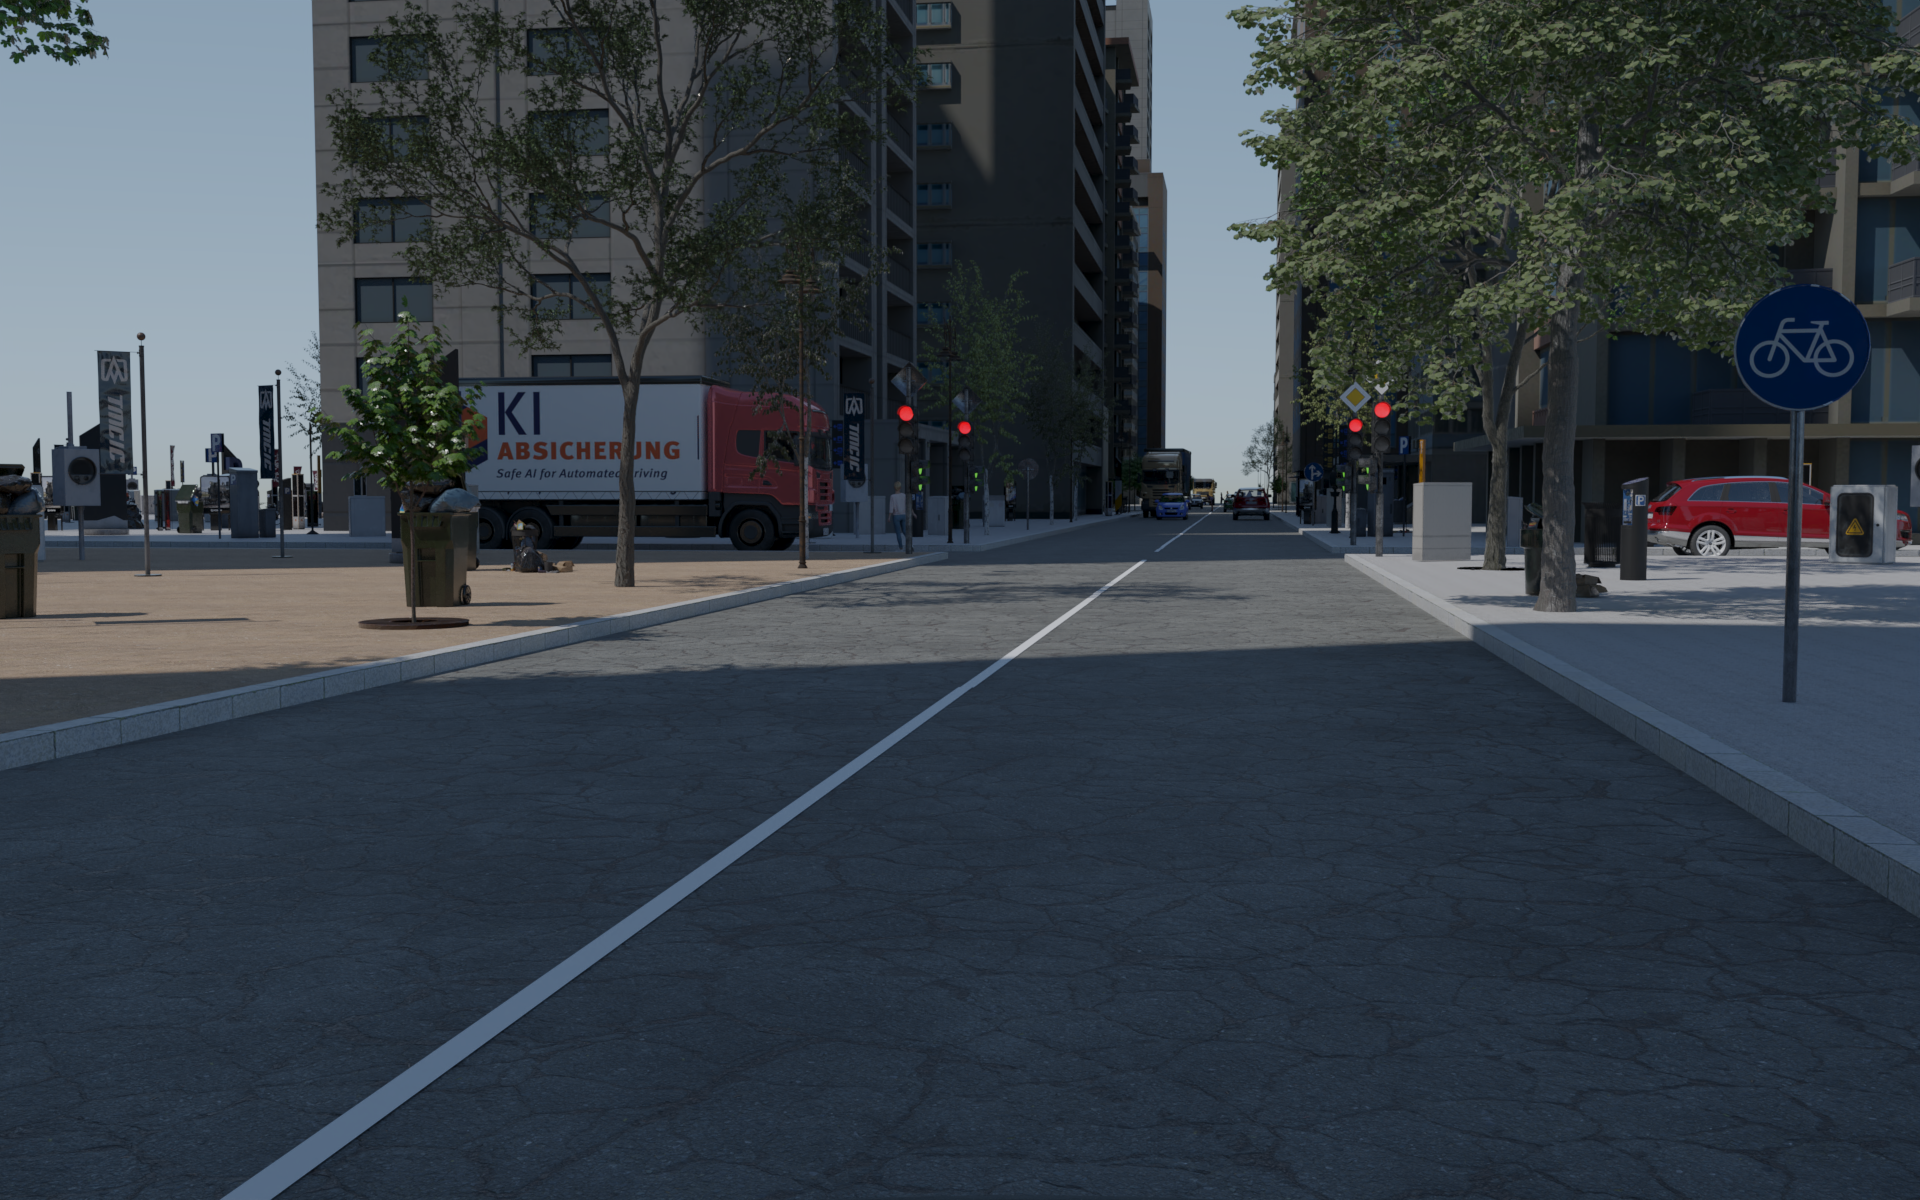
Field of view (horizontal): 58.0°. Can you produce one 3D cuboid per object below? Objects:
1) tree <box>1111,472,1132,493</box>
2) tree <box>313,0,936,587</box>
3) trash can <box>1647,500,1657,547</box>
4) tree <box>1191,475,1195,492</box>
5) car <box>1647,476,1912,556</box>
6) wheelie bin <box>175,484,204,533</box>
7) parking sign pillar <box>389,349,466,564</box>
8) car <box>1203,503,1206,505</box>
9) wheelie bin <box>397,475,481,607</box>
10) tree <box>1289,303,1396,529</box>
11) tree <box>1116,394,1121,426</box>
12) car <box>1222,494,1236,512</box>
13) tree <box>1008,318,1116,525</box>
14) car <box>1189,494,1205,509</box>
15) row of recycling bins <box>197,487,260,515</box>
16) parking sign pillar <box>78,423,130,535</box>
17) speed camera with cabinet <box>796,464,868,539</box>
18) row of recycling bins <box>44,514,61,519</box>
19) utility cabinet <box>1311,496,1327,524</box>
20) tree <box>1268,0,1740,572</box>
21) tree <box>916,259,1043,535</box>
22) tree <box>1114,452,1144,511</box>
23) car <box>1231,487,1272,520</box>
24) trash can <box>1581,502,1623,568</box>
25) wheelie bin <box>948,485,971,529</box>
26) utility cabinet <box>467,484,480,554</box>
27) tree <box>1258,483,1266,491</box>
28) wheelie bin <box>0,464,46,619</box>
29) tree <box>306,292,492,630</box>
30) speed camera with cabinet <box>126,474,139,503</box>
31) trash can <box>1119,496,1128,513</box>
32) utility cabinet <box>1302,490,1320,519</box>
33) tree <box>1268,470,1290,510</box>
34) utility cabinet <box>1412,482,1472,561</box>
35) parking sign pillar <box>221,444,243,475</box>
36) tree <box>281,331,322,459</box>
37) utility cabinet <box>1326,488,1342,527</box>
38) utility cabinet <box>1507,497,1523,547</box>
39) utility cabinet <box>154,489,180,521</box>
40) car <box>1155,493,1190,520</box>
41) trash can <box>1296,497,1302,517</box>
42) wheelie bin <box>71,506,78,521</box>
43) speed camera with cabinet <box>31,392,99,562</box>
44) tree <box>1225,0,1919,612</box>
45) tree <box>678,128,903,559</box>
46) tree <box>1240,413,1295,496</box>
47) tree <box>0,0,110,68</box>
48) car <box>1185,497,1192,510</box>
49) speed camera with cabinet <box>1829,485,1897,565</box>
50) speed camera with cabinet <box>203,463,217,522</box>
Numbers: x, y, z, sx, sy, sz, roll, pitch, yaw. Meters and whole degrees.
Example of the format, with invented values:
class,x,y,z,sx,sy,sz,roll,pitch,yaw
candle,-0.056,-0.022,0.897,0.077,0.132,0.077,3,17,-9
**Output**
class,x,y,z,sx,sy,sz,roll,pitch,yaw
tree,11.969,-8.178,128.308,1.663,3.219,1.824,0,3,0
tree,-4.637,-5.436,23.285,8.767,10.594,7.601,0,4,-4
trash can,16.596,-1.856,41.997,0.748,1.137,0.748,0,3,0
tree,36.146,-17.867,275.837,4.285,4.588,4.351,0,3,0
car,17.481,-1.742,37.156,5.304,1.827,2.281,1,4,11
wheelie bin,-25.151,-2.975,56.547,0.980,1.594,0.693,1,4,18
parking sign pillar,-9.967,-2.689,32.431,1.447,3.967,1.447,0,4,4
car,31.870,-13.478,229.951,1.945,1.707,3.694,0,4,8
wheelie bin,-5.982,-0.728,19.817,0.980,1.594,0.693,0,4,4
tree,14.284,-6.941,63.843,4.737,8.622,4.395,0,3,0
tree,5.647,-8.143,83.498,4.360,8.622,3.978,0,3,0
car,21.762,-7.657,136.993,2.131,1.459,4.920,1,4,9
tree,3.883,-7.430,71.838,4.360,8.622,3.978,0,3,0
car,22.957,-9.782,169.720,2.009,1.686,4.222,0,4,7
row of recycling bins,-41.512,-5.569,98.169,3.534,1.692,1.069,-3,5,-42
parking sign pillar,-26.929,-4.031,54.378,1.447,3.967,1.447,-3,4,-37
speed camera with cabinet,-3.696,-3.388,49.730,2.038,3.252,0.660,-1,4,-20
row of recycling bins,-46.338,-5.051,89.701,1.069,1.692,3.534,3,5,41
utility cabinet,15.473,-3.905,75.006,1.020,1.237,0.306,-1,4,-23
tree,8.981,-6.297,28.715,9.928,11.665,9.643,0,3,0
tree,0.712,-6.321,53.712,4.737,8.622,4.395,0,3,0
tree,13.564,-9.162,133.518,4.285,4.588,4.351,0,3,0
car,16.236,-5.375,96.554,2.281,1.827,5.304,1,4,9
trash can,11.262,-1.144,30.354,0.748,1.137,0.748,0,3,0
wheelie bin,-0.032,-3.400,63.494,0.980,1.594,0.693,2,4,35
utility cabinet,-10.564,-1.688,36.273,0.318,1.500,1.173,2,4,23
tree,47.079,-16.967,272.007,1.663,3.219,1.824,0,3,0
wheelie bin,-9.939,-0.613,17.933,0.693,1.594,0.980,2,4,27
tree,-5.415,-1.349,16.664,1.663,3.219,1.824,0,3,0
speed camera with cabinet,-49.046,-6.525,101.017,2.038,3.252,0.660,-2,4,-28
trash can,10.993,-6.439,116.930,0.748,1.137,0.748,0,3,0
utility cabinet,17.624,-4.766,86.610,0.318,1.500,1.173,-2,4,-34
tree,29.678,-10.148,160.524,1.663,3.219,1.824,0,3,0
utility cabinet,9.220,-1.496,33.142,1.173,1.500,0.318,-2,4,-25
parking sign pillar,-38.436,-6.305,91.564,1.447,3.967,1.447,1,4,13
tree,-27.780,-7.751,77.099,4.737,8.622,4.395,0,3,0
utility cabinet,14.638,-3.611,67.714,0.318,1.500,1.173,0,4,-3
utility cabinet,13.615,-1.915,42.472,0.306,1.237,1.020,1,4,22
utility cabinet,-36.514,-4.353,79.855,1.173,1.500,0.318,0,4,3
car,11.874,-5.335,96.811,1.945,1.707,3.694,1,4,9
trash can,19.275,-5.269,97.803,0.748,1.137,0.748,0,3,0
wheelie bin,-42.621,-4.640,83.772,0.693,1.594,0.980,-3,5,-43
speed camera with cabinet,-17.467,-2.356,32.856,0.660,3.252,2.038,3,4,38
tree,6.915,-6.133,18.399,7.486,12.596,7.792,0,3,0
tree,-3.309,-5.122,34.107,4.360,8.622,3.978,0,3,0
tree,35.814,-16.239,199.918,7.601,10.594,8.767,1,4,23
tree,-6.679,-5.057,8.436,9.928,11.665,9.643,0,3,0
car,20.357,-8.958,159.037,1.945,1.354,3.894,0,4,8
speed camera with cabinet,16.949,-2.266,31.388,0.660,3.252,2.038,-3,5,-42
speed camera with cabinet,-34.167,-5.172,78.893,0.660,3.252,2.038,-1,4,-22
